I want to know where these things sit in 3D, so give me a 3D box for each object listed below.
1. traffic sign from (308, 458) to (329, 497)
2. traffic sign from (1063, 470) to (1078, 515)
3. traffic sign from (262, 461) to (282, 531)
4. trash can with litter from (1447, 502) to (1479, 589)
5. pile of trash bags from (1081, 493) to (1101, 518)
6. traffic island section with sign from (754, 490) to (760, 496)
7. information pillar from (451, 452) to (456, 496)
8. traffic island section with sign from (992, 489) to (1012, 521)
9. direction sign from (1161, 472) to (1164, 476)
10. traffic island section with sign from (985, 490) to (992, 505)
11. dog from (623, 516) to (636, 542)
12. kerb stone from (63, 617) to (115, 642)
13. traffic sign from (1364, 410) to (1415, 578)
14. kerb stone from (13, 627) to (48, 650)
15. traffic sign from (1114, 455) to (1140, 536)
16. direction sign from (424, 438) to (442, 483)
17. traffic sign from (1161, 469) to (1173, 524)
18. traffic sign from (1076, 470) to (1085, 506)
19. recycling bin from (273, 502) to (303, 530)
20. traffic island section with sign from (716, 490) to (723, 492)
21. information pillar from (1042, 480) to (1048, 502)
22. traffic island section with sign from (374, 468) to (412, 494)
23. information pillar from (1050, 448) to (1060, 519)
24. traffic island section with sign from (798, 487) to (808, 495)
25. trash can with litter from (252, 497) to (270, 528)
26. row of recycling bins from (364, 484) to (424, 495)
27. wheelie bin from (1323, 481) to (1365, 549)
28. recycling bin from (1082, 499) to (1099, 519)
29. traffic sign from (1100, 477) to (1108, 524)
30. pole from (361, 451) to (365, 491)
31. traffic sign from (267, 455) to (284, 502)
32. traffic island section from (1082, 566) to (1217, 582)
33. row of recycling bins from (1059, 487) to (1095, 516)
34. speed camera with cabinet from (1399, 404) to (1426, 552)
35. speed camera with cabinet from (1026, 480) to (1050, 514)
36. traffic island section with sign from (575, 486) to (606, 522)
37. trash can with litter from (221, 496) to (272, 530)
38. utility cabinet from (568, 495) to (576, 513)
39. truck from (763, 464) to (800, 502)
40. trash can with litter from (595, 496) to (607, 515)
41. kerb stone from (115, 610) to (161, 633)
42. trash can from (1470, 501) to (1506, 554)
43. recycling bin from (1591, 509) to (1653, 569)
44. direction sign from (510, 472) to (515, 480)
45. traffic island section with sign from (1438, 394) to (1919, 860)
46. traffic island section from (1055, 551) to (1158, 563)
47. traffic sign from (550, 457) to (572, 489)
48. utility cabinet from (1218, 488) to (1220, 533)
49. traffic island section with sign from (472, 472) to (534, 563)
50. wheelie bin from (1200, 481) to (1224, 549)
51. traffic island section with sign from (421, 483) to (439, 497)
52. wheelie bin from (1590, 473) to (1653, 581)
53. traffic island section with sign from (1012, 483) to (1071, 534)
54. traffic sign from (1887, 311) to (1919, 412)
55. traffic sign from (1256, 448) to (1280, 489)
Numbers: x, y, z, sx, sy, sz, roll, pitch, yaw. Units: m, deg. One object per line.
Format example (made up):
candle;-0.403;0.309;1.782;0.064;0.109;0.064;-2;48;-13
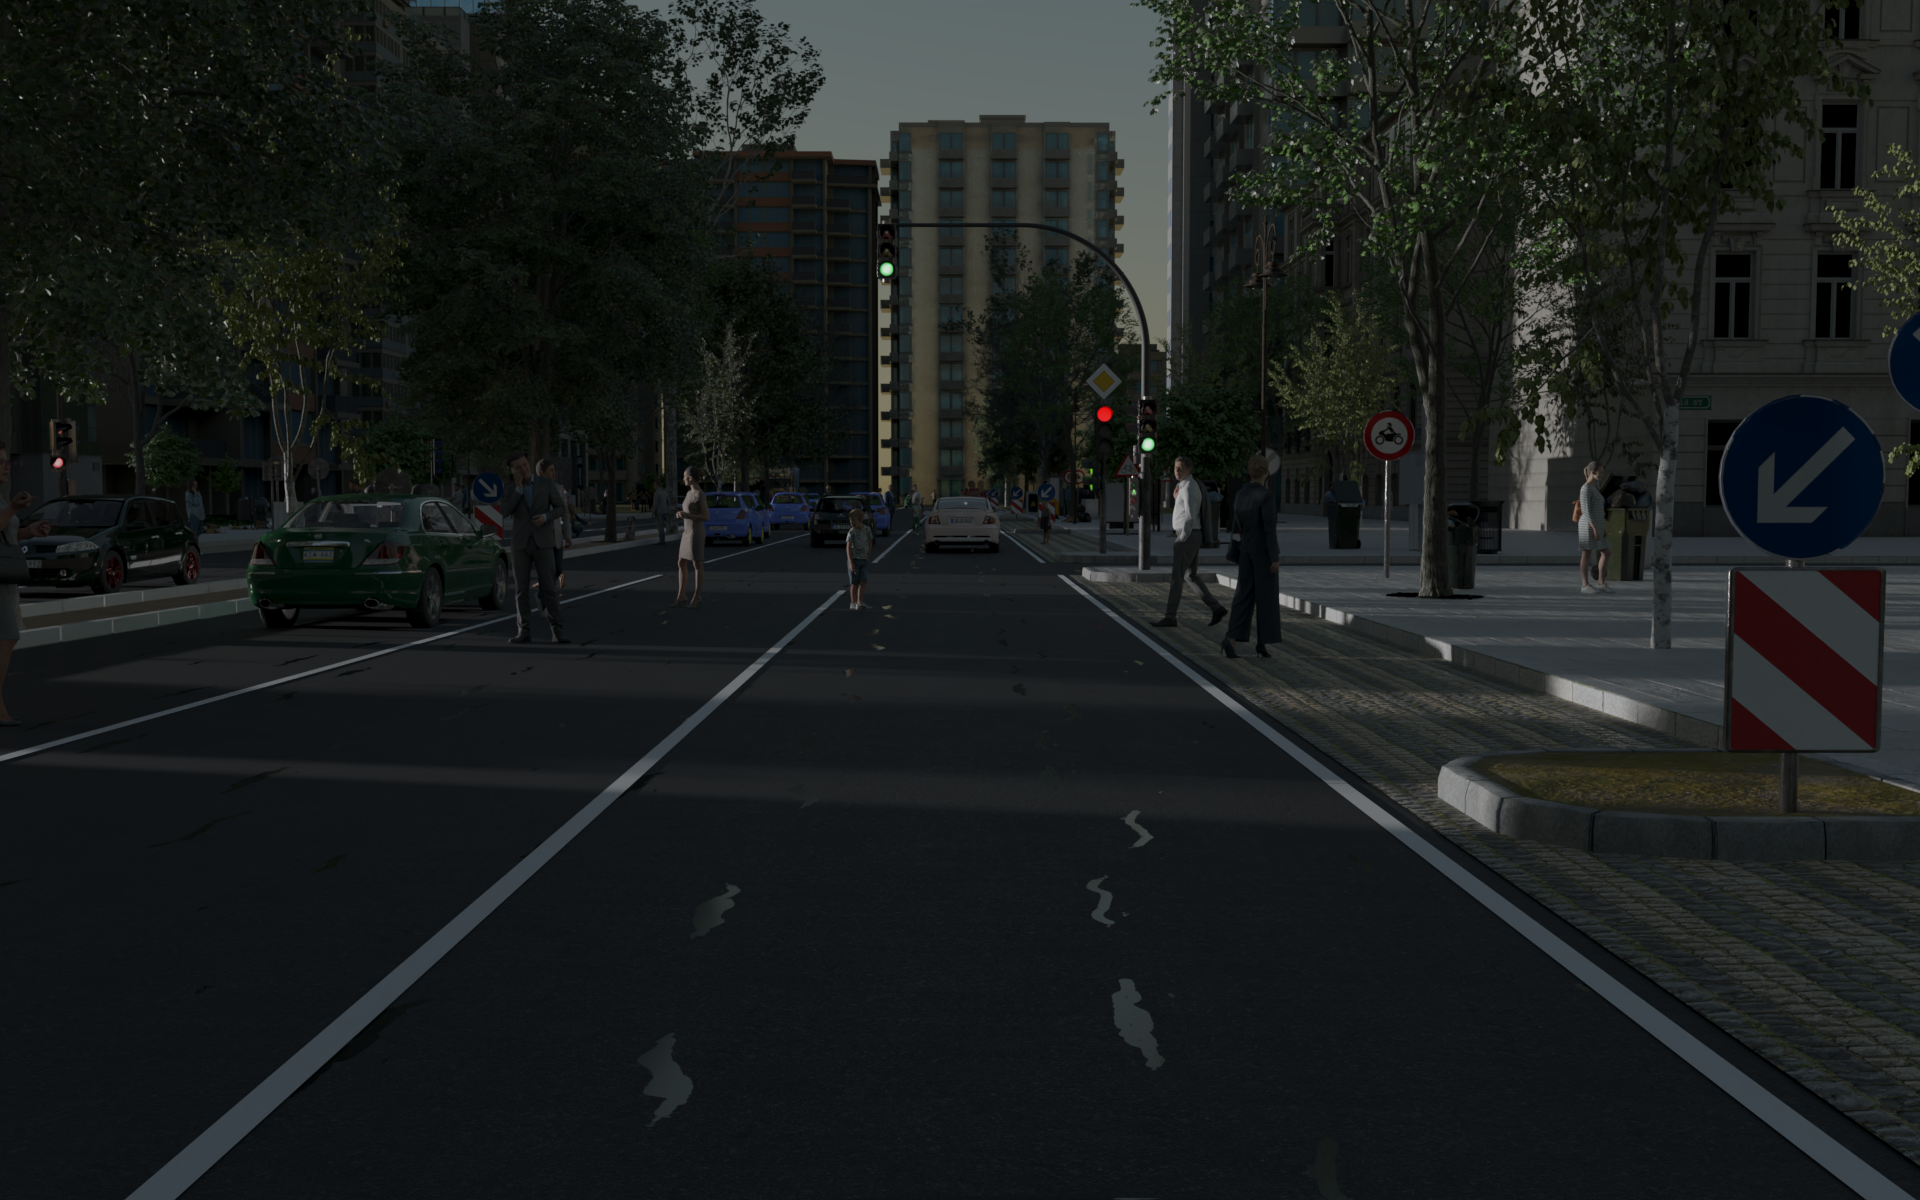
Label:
traffic sign;-22.640;-3.732;61.127;0.768;2.556;0.104;0;4;3
traffic sign;5.764;-5.533;90.562;0.768;2.556;0.104;0;4;6
traffic sign;-21.050;-3.113;53.024;0.606;2.300;0.079;0;4;2
trash can with litter;6.722;-0.753;23.695;0.624;1.170;1.055;0;4;5
pile of trash bags;7.572;-5.204;94.844;1.912;1.369;3.447;1;4;11
traffic island section with sign;-19.534;-9.672;166.772;1.989;1.847;2.006;0;4;0
information pillar;-25.599;-5.888;87.625;0.183;3.616;0.504;0;4;1
traffic island section with sign;2.847;-5.034;90.941;1.989;1.847;2.006;0;4;0
direction sign;8.286;-4.970;73.255;0.379;3.537;0.876;-3;5;-41
traffic island section with sign;2.619;-7.982;139.126;1.989;1.847;2.006;0;4;0
dog;-9.503;-1.983;49.259;0.800;0.831;0.513;-3;5;-43
kerb stone;-8.748;0.303;17.248;0.120;0.150;1.000;0;4;0
traffic sign;6.523;-1.609;26.412;0.768;2.556;0.104;0;4;3
kerb stone;-8.748;0.365;16.226;0.120;0.150;1.000;0;4;0
traffic sign;5.154;-3.247;53.095;0.884;2.594;0.081;1;4;9
direction sign;-21.335;-4.773;70.033;0.379;3.537;0.876;3;5;42
traffic sign;8.743;-4.577;74.843;0.884;2.594;0.081;0;4;6
traffic sign;6.183;-5.545;90.760;0.768;2.556;0.104;0;4;4
recycling bin;-21.652;-2.648;55.843;0.722;1.027;0.722;3;5;44
traffic island section with sign;-19.409;-8.024;139.817;1.989;1.847;2.006;0;4;0
information pillar;4.380;-5.189;89.340;0.304;2.012;0.304;0;4;-7
traffic island section with sign;-9.850;-1.307;29.506;2.006;1.907;1.989;0;4;0
information pillar;4.825;-5.911;87.996;0.504;3.616;0.183;2;4;27
traffic island section with sign;-10.242;-6.356;112.051;2.006;1.907;1.989;0;4;0
trash can with litter;-25.924;-3.238;64.322;0.624;1.170;1.055;-2;4;-26
row of recycling bins;-23.400;-3.966;71.954;3.534;1.692;1.069;2;4;30
wheelie bin;8.943;-1.992;40.479;0.980;1.594;0.693;-1;4;-11
recycling bin;6.595;-4.601;87.784;0.722;1.027;0.722;-1;4;-12
traffic sign;6.420;-4.607;75.427;0.768;2.556;0.104;0;4;4
pole;-25.602;-4.923;74.333;0.158;3.312;0.155;0;3;0
traffic sign;-22.347;-3.462;56.707;0.768;2.556;0.104;0;3;0
traffic island section;3.137;-0.431;29.329;2.009;0.180;2.903;0;4;0
row of recycling bins;6.818;-5.884;103.323;1.069;1.692;3.534;3;5;44
speed camera with cabinet;10.353;-2.724;38.876;0.660;3.252;2.038;2;4;27
speed camera with cabinet;5.210;-7.012;108.989;2.038;3.252;0.660;1;4;11
traffic island section with sign;-19.171;-4.947;89.513;1.989;1.847;2.006;0;4;0
trash can with litter;-25.437;-3.138;62.367;2.233;1.210;1.678;0;4;3
utility cabinet;-24.604;-6.035;109.838;0.306;1.237;1.020;0;4;-3
truck;-16.991;-10.827;165.927;2.839;4.237;11.283;0;4;-1
trash can with litter;-21.934;-5.810;106.379;0.624;1.170;1.055;3;5;43
kerb stone;-8.748;0.240;18.270;0.120;0.150;1.000;0;4;0
trash can;11.272;-1.553;37.037;0.748;1.137;0.748;0;3;0
recycling bin;11.381;-1.054;29.783;0.722;1.027;0.722;-2;4;-32
direction sign;-24.349;-6.309;95.153;0.379;3.537;0.876;3;4;36
traffic island section with sign;3.243;0.058;7.674;1.989;1.847;2.006;0;4;0
traffic island section;3.099;-0.919;37.314;2.009;0.180;2.903;0;4;0
traffic sign;-22.255;-6.150;94.432;2.265;3.308;0.079;0;4;6
utility cabinet;7.824;-2.904;56.151;1.173;1.500;0.318;2;4;31
traffic island section with sign;-9.875;-1.760;36.913;2.006;1.907;1.989;0;4;0
wheelie bin;5.767;-2.019;40.917;0.980;1.594;0.693;2;4;34
traffic island section with sign;-19.027;-3.253;61.818;1.989;1.847;2.006;0;4;0
wheelie bin;9.843;-1.089;25.721;0.980;1.594;0.693;-2;4;-35
traffic island section with sign;2.995;-3.322;62.935;1.989;1.847;2.006;0;4;0
traffic sign;6.599;-0.705;11.641;0.768;2.556;0.104;1;4;9
traffic sign;8.536;-2.948;48.304;0.768;2.556;0.104;0;4;6
